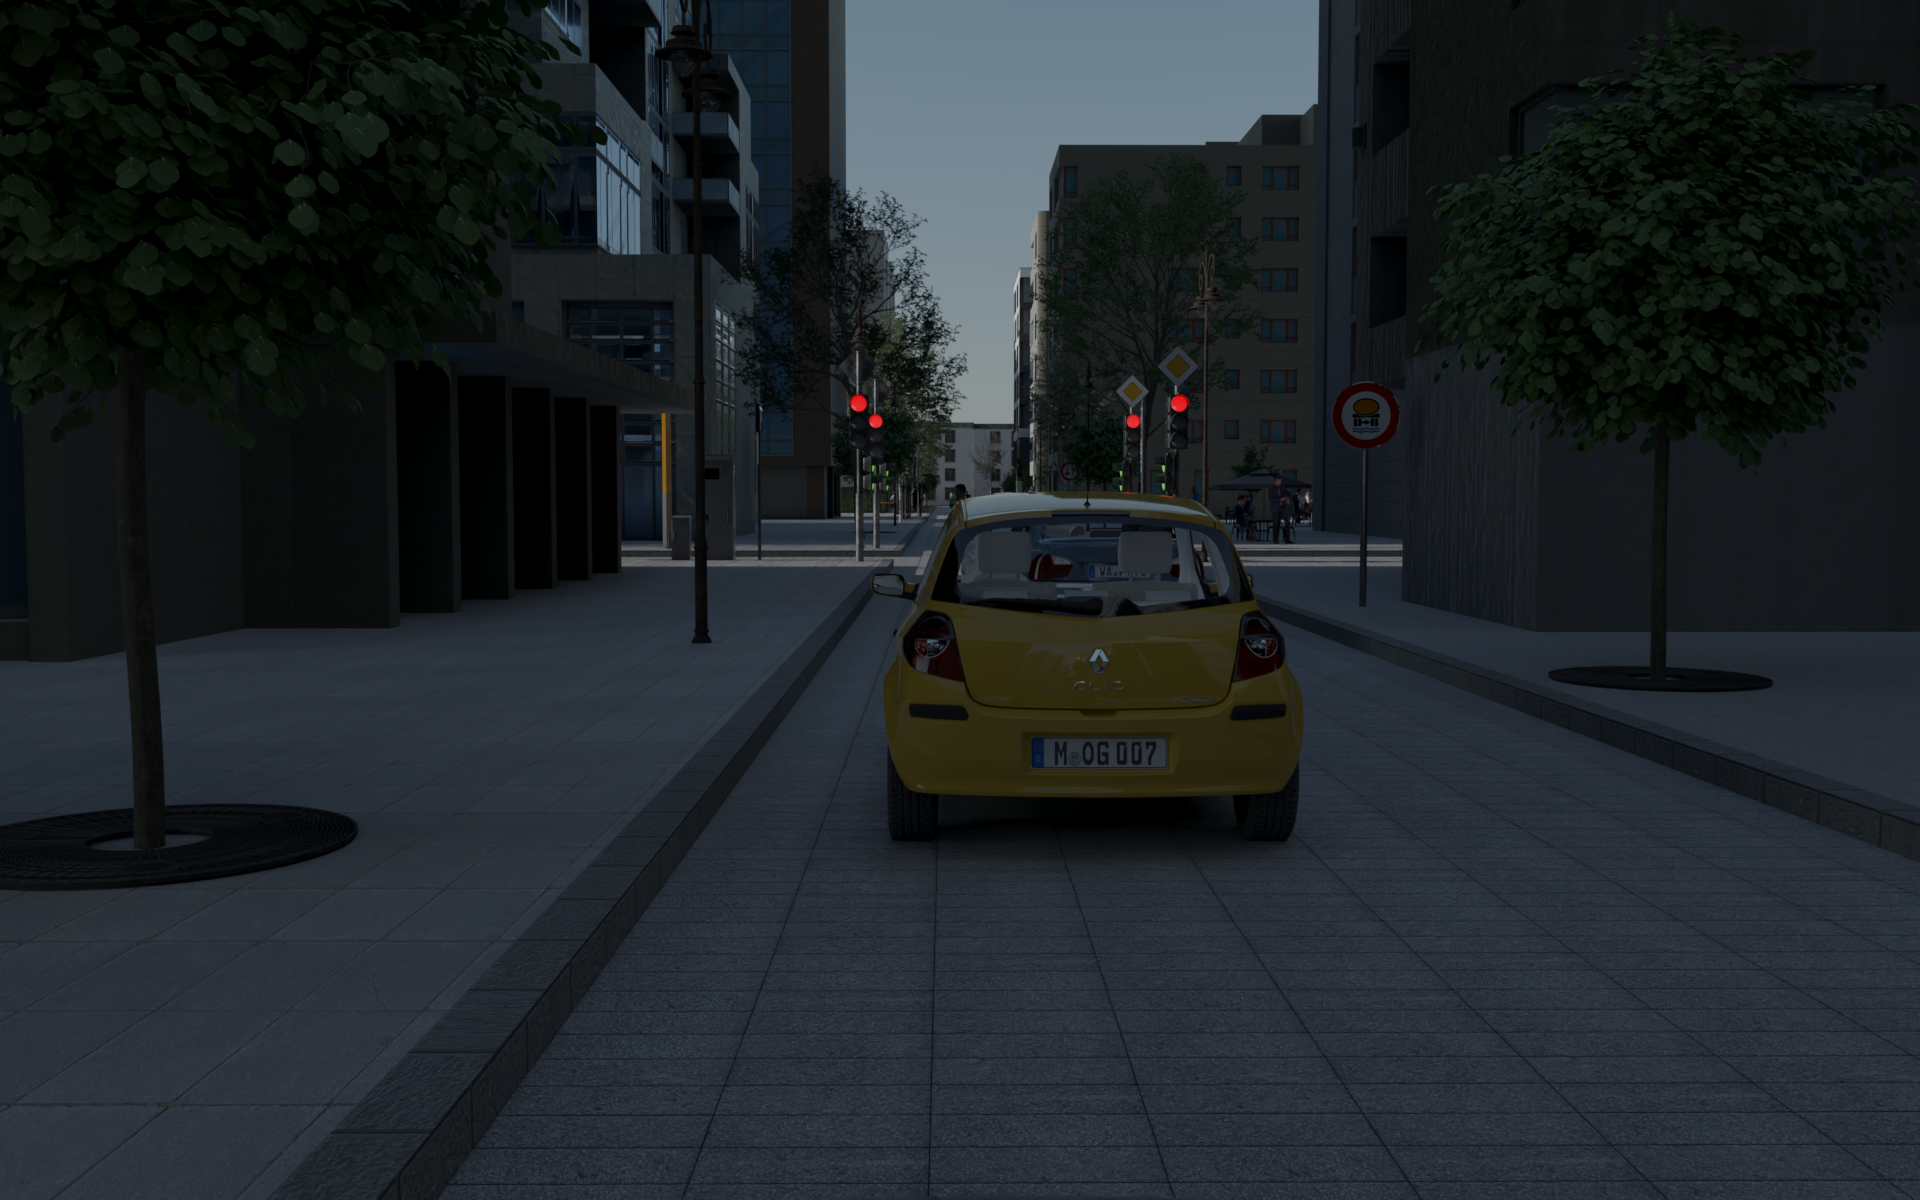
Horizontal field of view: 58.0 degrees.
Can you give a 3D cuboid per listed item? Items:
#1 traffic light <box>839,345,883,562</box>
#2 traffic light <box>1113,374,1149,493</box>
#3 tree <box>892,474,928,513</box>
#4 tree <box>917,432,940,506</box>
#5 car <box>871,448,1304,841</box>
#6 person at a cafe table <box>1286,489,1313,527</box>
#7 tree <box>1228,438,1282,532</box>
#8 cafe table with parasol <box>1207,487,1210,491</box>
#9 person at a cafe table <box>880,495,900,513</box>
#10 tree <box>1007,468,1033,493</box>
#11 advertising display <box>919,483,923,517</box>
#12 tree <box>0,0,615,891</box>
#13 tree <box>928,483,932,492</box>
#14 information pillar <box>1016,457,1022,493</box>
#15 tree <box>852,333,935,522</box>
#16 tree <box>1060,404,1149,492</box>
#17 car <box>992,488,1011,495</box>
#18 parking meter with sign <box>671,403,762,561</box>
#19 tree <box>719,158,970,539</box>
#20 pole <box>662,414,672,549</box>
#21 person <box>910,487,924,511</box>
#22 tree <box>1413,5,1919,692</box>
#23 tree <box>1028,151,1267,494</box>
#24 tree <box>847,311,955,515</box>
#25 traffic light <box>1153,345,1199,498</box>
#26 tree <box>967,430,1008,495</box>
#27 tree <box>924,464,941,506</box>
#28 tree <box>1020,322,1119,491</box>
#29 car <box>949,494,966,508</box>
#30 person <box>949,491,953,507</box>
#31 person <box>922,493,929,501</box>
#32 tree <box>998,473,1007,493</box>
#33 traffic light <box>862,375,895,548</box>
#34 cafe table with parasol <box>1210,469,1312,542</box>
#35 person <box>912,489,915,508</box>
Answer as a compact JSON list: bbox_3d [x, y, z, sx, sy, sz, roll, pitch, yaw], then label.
[{"bbox_3d":[-1.883,-2.683,32.795,0.839,4.253,0.868,0,4,0],"label":"traffic light"},{"bbox_3d":[4.034,-3.176,40.844,0.839,4.253,0.868,0,4,0],"label":"traffic light"},{"bbox_3d":[-3.648,-7.654,119.738,1.663,3.219,1.824,0,3,0],"label":"tree"},{"bbox_3d":[-3.975,-14.886,193.743,4.360,8.622,3.978,0,3,0],"label":"tree"},{"bbox_3d":[0.538,0.101,8.580,2.015,1.641,3.980,0,3,0],"label":"car"},{"bbox_3d":[13.495,-3.619,67.690,1.622,1.524,1.698,-2,4,-28],"label":"person at a cafe table"},{"bbox_3d":[9.969,-3.978,59.640,1.663,3.219,1.824,0,3,0],"label":"tree"},{"bbox_3d":[11.697,-4.230,74.024,2.610,1.966,2.610,-3,5,-44],"label":"cafe table with parasol"},{"bbox_3d":[-4.482,-6.520,115.123,1.698,1.524,1.622,2,4,27],"label":"person at a cafe table"},{"bbox_3d":[4.667,-7.723,120.867,1.663,3.219,1.824,0,3,0],"label":"tree"},{"bbox_3d":[-2.248,-5.730,98.900,0.123,1.923,0.974,0,4,4],"label":"advertising display"},{"bbox_3d":[-2.994,-1.377,6.235,4.285,4.588,4.351,0,3,0],"label":"tree"},{"bbox_3d":[-3.589,-10.452,165.484,1.663,3.219,1.824,0,3,0],"label":"tree"},{"bbox_3d":[3.685,-7.157,108.369,0.183,3.616,0.504,3,5,41],"label":"information pillar"},{"bbox_3d":[-2.857,-7.825,78.298,4.737,8.622,4.395,0,3,0],"label":"tree"},{"bbox_3d":[5.330,-4.893,63.710,4.285,4.588,4.351,0,3,0],"label":"tree"},{"bbox_3d":[1.770,-3.281,62.682,2.155,1.783,4.494,0,4,-1],"label":"car"},{"bbox_3d":[-4.719,-2.281,33.563,1.738,3.016,0.543,0,4,-1],"label":"parking meter with sign"},{"bbox_3d":[-3.169,-6.998,48.830,7.601,10.594,8.767,0,4,5],"label":"tree"},{"bbox_3d":[-6.857,-2.855,40.523,0.158,3.312,0.155,0,3,0],"label":"pole"},{"bbox_3d":[-3.251,-7.468,128.106,1.348,1.831,0.705,2,4,26],"label":"person"},{"bbox_3d":[4.877,-1.714,11.737,4.285,4.588,4.351,0,3,0],"label":"tree"},{"bbox_3d":[5.687,-7.764,52.698,9.928,11.665,9.643,0,3,0],"label":"tree"},{"bbox_3d":[-4.345,-11.616,108.052,7.486,12.596,7.792,0,3,0],"label":"tree"},{"bbox_3d":[4.098,-2.687,32.859,0.839,4.253,0.868,0,4,0],"label":"traffic light"},{"bbox_3d":[3.189,-14.841,193.015,4.360,8.622,3.978,0,3,0],"label":"tree"},{"bbox_3d":[-2.883,-4.491,57.134,4.285,4.588,4.351,0,3,0],"label":"tree"},{"bbox_3d":[4.874,-7.739,76.891,4.360,8.622,3.978,0,3,0],"label":"tree"},{"bbox_3d":[-0.212,-10.616,182.364,1.959,1.807,4.718,0,4,1],"label":"car"},{"bbox_3d":[-0.866,-11.243,192.422,0.705,1.812,1.348,-2,4,-33],"label":"person"},{"bbox_3d":[-3.685,-10.008,170.496,1.217,1.723,0.721,1,4,9],"label":"person"},{"bbox_3d":[3.948,-8.250,129.494,1.663,3.219,1.824,0,3,0],"label":"tree"},{"bbox_3d":[-1.947,-3.172,40.780,0.839,4.253,0.868,0,4,0],"label":"traffic light"},{"bbox_3d":[8.256,-2.579,47.025,2.610,1.966,2.610,0,4,5],"label":"cafe table with parasol"},{"bbox_3d":[-4.302,-9.441,161.234,1.217,1.723,0.721,-2,4,-33],"label":"person"}]
